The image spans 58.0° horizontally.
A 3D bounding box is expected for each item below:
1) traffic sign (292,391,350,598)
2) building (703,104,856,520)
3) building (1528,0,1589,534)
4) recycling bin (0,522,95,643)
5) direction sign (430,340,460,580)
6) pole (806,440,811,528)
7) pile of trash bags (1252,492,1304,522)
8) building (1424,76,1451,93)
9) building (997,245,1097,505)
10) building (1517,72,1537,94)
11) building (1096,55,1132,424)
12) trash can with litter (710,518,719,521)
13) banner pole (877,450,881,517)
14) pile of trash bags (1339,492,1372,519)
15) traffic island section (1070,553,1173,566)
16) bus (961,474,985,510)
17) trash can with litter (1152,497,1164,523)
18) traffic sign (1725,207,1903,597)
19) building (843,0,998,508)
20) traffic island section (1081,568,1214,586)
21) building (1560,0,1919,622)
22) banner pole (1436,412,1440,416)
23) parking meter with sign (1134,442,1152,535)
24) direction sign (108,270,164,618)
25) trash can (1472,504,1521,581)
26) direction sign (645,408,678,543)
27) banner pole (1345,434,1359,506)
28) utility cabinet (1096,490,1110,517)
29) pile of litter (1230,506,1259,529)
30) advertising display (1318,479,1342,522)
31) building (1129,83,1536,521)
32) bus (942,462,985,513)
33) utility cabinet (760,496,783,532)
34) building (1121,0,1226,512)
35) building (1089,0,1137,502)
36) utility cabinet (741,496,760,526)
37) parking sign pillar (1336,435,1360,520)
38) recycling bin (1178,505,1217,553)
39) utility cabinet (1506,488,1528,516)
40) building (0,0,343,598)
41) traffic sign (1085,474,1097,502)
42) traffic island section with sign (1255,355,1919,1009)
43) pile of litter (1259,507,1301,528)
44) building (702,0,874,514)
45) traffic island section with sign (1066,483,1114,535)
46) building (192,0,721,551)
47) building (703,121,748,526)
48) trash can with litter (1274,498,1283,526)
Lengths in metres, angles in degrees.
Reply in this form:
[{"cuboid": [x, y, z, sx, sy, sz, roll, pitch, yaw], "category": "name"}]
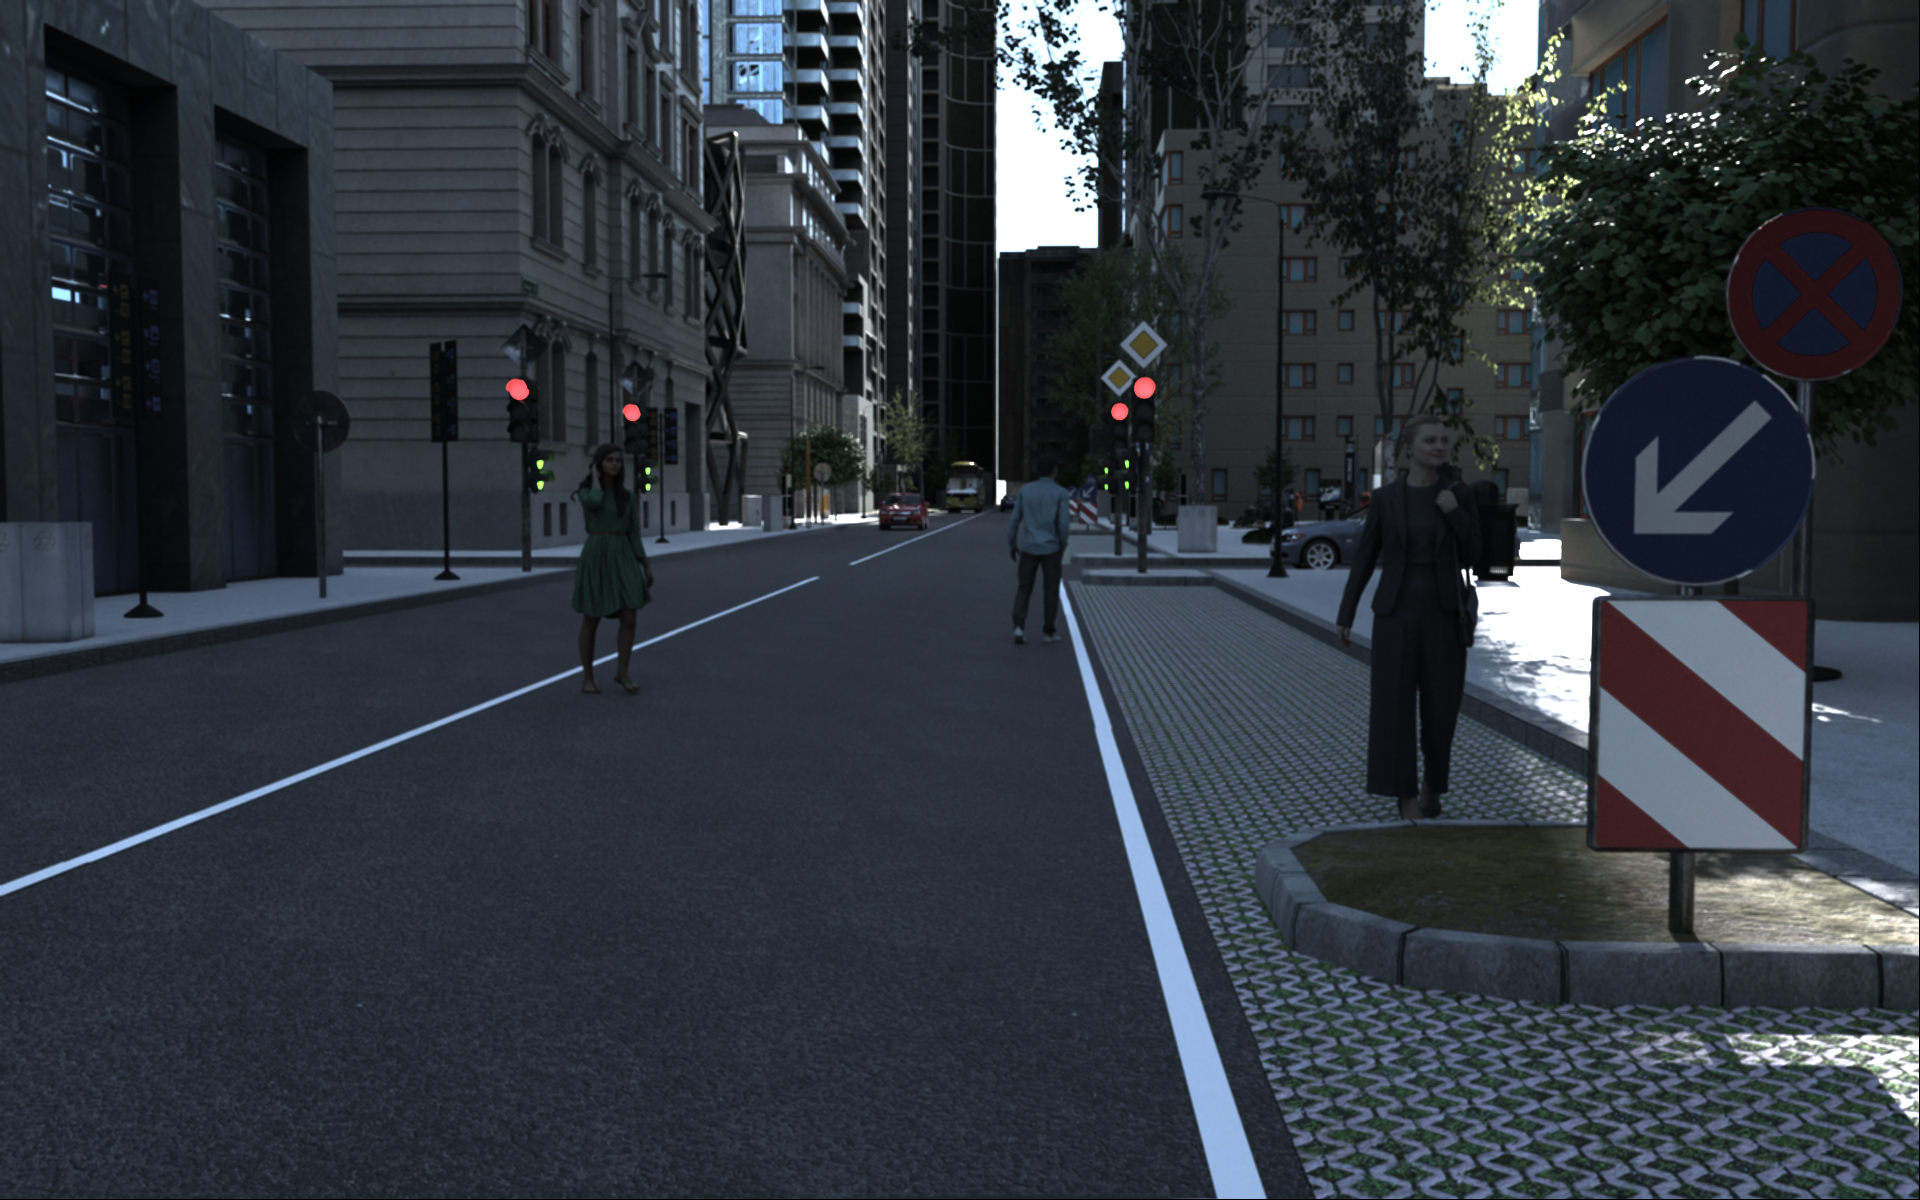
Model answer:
[{"cuboid": [-7.877, -1.299, 21.342, 0.768, 2.556, 0.104, 1, 4, 9], "category": "traffic sign"}, {"cuboid": [-13.596, -15.562, 96.247, 13.314, 21.916, 24.055, 0, 4, 2], "category": "building"}, {"cuboid": [31.638, -26.145, 47.078, 30.456, 49.044, 23.786, 0, 4, 2], "category": "building"}, {"cuboid": [-8.103, -0.163, 15.223, 0.722, 1.027, 0.722, -1, 4, -9], "category": "recycling bin"}, {"cuboid": [-7.695, -2.073, 25.886, 0.379, 3.537, 0.876, -3, 5, -40], "category": "direction sign"}, {"cuboid": [-5.706, -4.361, 65.148, 0.158, 3.312, 0.155, 0, 3, 0], "category": "pole"}, {"cuboid": [15.012, -4.353, 80.928, 1.912, 1.369, 3.447, 3, 5, 42], "category": "pile of trash bags"}, {"cuboid": [43.355, -29.072, 167.208, 23.993, 40.220, 32.217, 0, 4, 2], "category": "building"}, {"cuboid": [11.380, -26.439, 203.985, 14.107, 30.474, 14.160, 0, 4, 2], "category": "building"}, {"cuboid": [70.348, -31.566, 170.722, 28.867, 44.769, 22.147, 0, 4, 2], "category": "building"}, {"cuboid": [21.128, -32.190, 176.413, 14.600, 45.320, 14.200, 0, 4, 2], "category": "building"}, {"cuboid": [-11.879, -4.346, 82.112, 1.678, 1.210, 2.233, 1, 4, 14], "category": "trash can with litter"}, {"cuboid": [-4.636, -6.671, 99.085, 0.401, 3.779, 0.863, -1, 4, -17], "category": "banner pole"}, {"cuboid": [15.558, -3.480, 66.658, 1.912, 1.369, 3.447, 1, 4, 14], "category": "pile of trash bags"}, {"cuboid": [3.329, -0.852, 36.216, 2.009, 0.180, 2.903, 0, 4, 2], "category": "traffic island section"}, {"cuboid": [0.666, -10.000, 155.042, 2.896, 3.916, 12.252, 0, 4, 4], "category": "bus"}, {"cuboid": [8.909, -4.022, 77.144, 1.055, 1.170, 0.624, -3, 5, -44], "category": "trash can with litter"}, {"cuboid": [3.800, -0.471, 7.800, 0.768, 2.556, 0.104, 0, 4, 3], "category": "traffic sign"}, {"cuboid": [-5.994, -46.951, 205.900, 20.611, 71.187, 20.563, 0, 4, 2], "category": "building"}, {"cuboid": [2.991, -0.364, 28.238, 2.009, 0.180, 2.903, 0, 4, 2], "category": "traffic island section"}, {"cuboid": [22.301, -10.128, 10.632, 27.650, 21.520, 28.899, 0, 4, 2], "category": "building"}, {"cuboid": [14.289, -3.819, 52.460, 0.863, 3.779, 0.401, -2, 4, -34], "category": "banner pole"}, {"cuboid": [5.892, -3.622, 55.487, 0.543, 3.016, 1.738, 0, 4, 1], "category": "parking meter with sign"}, {"cuboid": [-8.530, -1.590, 17.994, 0.379, 3.537, 0.876, 0, 4, 6], "category": "direction sign"}, {"cuboid": [7.935, -0.862, 25.754, 0.748, 1.137, 0.748, 0, 3, 0], "category": "trash can"}, {"cuboid": [-7.850, -3.275, 45.551, 0.876, 3.537, 0.379, -2, 4, -26], "category": "direction sign"}, {"cuboid": [16.331, -5.016, 72.026, 0.401, 3.779, 0.863, -3, 5, -41], "category": "banner pole"}, {"cuboid": [8.090, -5.322, 95.696, 1.173, 1.500, 0.318, -2, 4, -26], "category": "utility cabinet"}, {"cuboid": [10.926, -3.098, 64.614, 1.719, 0.858, 1.176, 1, 4, 10], "category": "pile of litter"}, {"cuboid": [16.121, -4.297, 75.465, 0.974, 1.923, 0.123, 1, 4, 18], "category": "advertising display"}, {"cuboid": [24.077, -15.360, 96.174, 27.650, 21.520, 28.899, 0, 4, 2], "category": "building"}, {"cuboid": [0.440, -8.824, 135.818, 2.896, 3.916, 12.252, 0, 4, 3], "category": "bus"}, {"cuboid": [-6.419, -2.950, 59.387, 0.306, 1.237, 1.020, 1, 4, 19], "category": "utility cabinet"}, {"cuboid": [21.619, -42.140, 127.244, 20.563, 71.187, 20.611, 0, 4, 2], "category": "building"}, {"cuboid": [23.187, -51.365, 152.490, 22.319, 86.520, 31.000, 0, 4, 2], "category": "building"}, {"cuboid": [-8.311, -3.553, 69.249, 0.306, 1.237, 1.020, 2, 4, 28], "category": "utility cabinet"}, {"cuboid": [18.045, -5.579, 79.682, 1.447, 3.967, 1.447, 2, 4, 25], "category": "parking sign pillar"}, {"cuboid": [5.238, -1.568, 38.190, 0.722, 1.027, 0.722, 2, 4, 23], "category": "recycling bin"}, {"cuboid": [22.172, -3.651, 68.372, 1.173, 1.500, 0.318, -1, 4, -16], "category": "utility cabinet"}, {"cuboid": [-25.776, -42.923, 14.460, 31.000, 86.520, 22.319, 0, 4, 2], "category": "building"}, {"cuboid": [8.345, -6.743, 110.359, 0.768, 2.556, 0.104, 1, 4, 9], "category": "traffic sign"}, {"cuboid": [2.044, 0.176, 5.757, 1.989, 1.847, 2.006, 0, 4, 2], "category": "traffic island section with sign"}, {"cuboid": [10.797, -2.600, 56.474, 1.719, 0.858, 1.176, 0, 4, -1], "category": "pile of litter"}, {"cuboid": [-17.077, -49.735, 125.845, 22.319, 86.520, 31.000, 0, 4, 2], "category": "building"}, {"cuboid": [4.369, -3.191, 60.793, 1.989, 1.847, 2.006, 0, 4, 2], "category": "traffic island section with sign"}, {"cuboid": [-15.543, -16.045, 49.729, 14.401, 28.519, 23.554, 0, 4, 2], "category": "building"}, {"cuboid": [-17.405, -12.419, 70.500, 16.820, 18.784, 16.811, 0, 4, 2], "category": "building"}, {"cuboid": [9.460, -2.444, 51.021, 1.678, 1.210, 2.233, 0, 4, 5], "category": "trash can with litter"}]
